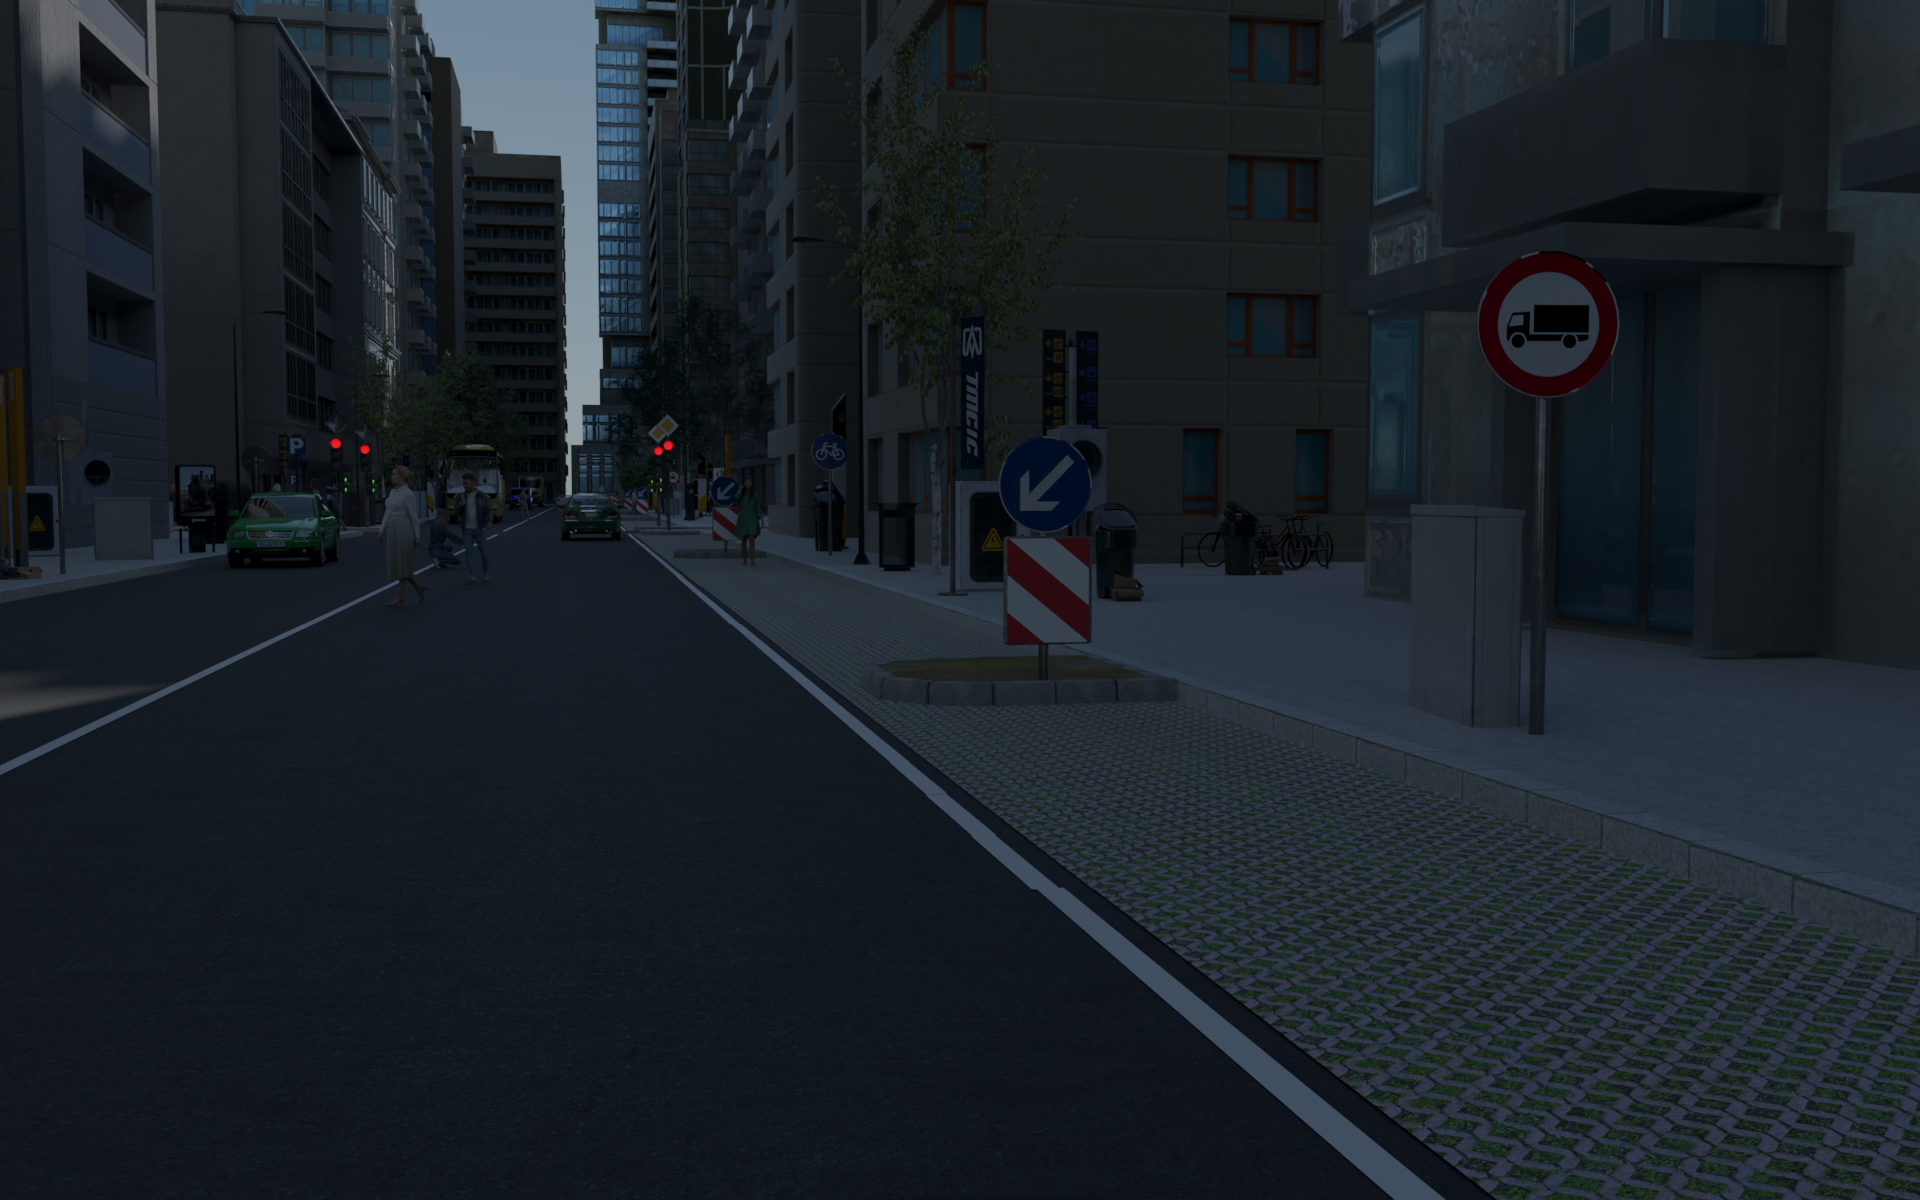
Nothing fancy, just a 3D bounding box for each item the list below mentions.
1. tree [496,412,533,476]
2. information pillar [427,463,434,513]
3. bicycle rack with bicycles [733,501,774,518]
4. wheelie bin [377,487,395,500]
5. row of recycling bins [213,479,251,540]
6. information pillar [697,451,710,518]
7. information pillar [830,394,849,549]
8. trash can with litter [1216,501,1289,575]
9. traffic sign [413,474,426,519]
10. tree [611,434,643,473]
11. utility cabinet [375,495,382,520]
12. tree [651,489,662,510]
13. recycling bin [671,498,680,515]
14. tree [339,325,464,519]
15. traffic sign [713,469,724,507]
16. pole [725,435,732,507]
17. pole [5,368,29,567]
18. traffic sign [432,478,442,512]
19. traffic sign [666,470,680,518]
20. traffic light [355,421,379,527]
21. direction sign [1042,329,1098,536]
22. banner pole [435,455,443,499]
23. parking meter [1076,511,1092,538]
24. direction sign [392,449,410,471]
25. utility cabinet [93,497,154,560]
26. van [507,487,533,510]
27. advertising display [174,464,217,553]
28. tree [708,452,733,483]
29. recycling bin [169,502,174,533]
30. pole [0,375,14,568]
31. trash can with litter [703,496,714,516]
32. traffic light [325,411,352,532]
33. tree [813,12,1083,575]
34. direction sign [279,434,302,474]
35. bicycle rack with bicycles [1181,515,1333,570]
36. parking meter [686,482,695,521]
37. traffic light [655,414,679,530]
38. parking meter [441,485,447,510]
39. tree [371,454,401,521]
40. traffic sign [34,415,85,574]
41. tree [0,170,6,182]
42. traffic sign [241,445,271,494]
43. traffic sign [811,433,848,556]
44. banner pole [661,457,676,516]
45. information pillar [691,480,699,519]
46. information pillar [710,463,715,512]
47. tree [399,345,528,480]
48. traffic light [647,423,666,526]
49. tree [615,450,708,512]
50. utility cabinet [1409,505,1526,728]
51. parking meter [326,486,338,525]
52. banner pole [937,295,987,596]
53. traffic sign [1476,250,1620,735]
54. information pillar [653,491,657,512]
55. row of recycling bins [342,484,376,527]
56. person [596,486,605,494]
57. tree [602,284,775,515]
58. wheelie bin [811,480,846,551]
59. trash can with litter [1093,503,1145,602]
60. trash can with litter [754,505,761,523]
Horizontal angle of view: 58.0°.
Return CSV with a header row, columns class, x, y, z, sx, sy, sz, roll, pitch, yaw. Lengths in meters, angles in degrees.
class,x,y,z,sx,sy,sz,roll,pitch,yaw
tree,-56.914,-17.712,215.353,9.928,11.665,9.643,0,3,0
information pillar,-36.437,-7.823,119.267,0.504,3.616,0.183,-2,4,-27
bicycle rack with bicycles,-10.865,-4.530,87.450,2.925,0.926,2.852,3,4,36
wheelie bin,-26.323,-4.395,79.765,0.980,1.594,0.693,-1,4,-14
row of recycling bins,-20.552,-2.533,48.522,1.069,1.692,3.534,-2,4,-29
information pillar,-13.977,-6.262,93.745,0.504,3.616,0.183,1,4,18
information pillar,-2.827,-2.997,40.348,0.183,3.616,0.504,3,4,36
trash can with litter,4.651,-0.986,27.515,1.055,1.170,0.624,-1,4,-12
traffic sign,-28.073,-5.374,89.996,0.606,2.300,0.079,-1,4,-12
tree,-40.081,-15.807,208.800,4.360,8.622,3.978,0,3,0
utility cabinet,-28.464,-4.557,85.675,1.020,1.237,0.306,-2,4,-34
tree,-24.108,-8.805,138.560,1.663,3.219,1.824,0,3,0
recycling bin,-17.900,-5.826,107.806,0.722,1.027,0.722,2,4,28
tree,-25.201,-7.690,76.095,4.737,8.622,4.395,0,3,0
traffic sign,-9.457,-4.061,68.527,0.606,2.300,0.079,0,4,-8
pole,-7.953,-4.013,59.462,0.158,3.312,0.155,0,3,0
pole,-15.324,-2.100,28.182,0.158,3.312,0.155,0,3,0
traffic sign,-32.456,-6.444,107.485,0.606,2.300,0.079,0,4,-4
traffic sign,-15.116,-5.581,91.359,0.768,2.556,0.104,0,4,-3
traffic light,-22.753,-4.741,66.432,0.839,4.253,0.868,-1,4,-12
direction sign,1.532,-1.960,24.045,0.876,3.537,0.379,-2,4,-27
banner pole,-33.166,-7.357,110.302,0.401,3.779,0.863,1,4,23
parking meter,2.110,-1.453,29.465,0.255,1.863,0.399,0,4,4
direction sign,-28.028,-5.801,86.851,0.876,3.537,0.379,0,4,1
utility cabinet,-16.345,-1.388,33.858,1.020,1.237,0.306,-1,4,-21
van,-39.771,-9.320,156.773,2.240,2.365,5.245,-1,4,-12
advertising display,-16.664,-1.993,37.793,0.123,1.923,0.974,2,4,27
tree,-18.455,-8.816,127.856,4.285,4.588,4.351,0,3,0
recycling bin,-26.320,-2.707,56.806,0.722,1.027,0.722,0,4,3
pole,-16.406,-2.189,29.632,0.158,3.312,0.155,0,3,0
trash can with litter,-14.358,-5.435,99.920,1.678,1.210,2.233,-2,4,-29
traffic light,-21.050,-4.264,58.630,0.839,4.253,0.868,-1,4,-12
tree,-0.320,-4.684,26.943,4.737,8.622,4.395,0,3,0
direction sign,-25.393,-4.511,65.757,0.876,3.537,0.379,0,4,3
bicycle rack with bicycles,5.296,-1.013,29.946,2.925,0.926,2.852,-2,4,-29
parking meter,-12.965,-4.743,83.264,0.399,1.863,0.255,-2,4,-23
traffic light,-10.294,-4.408,60.985,0.839,4.253,0.868,-1,4,-12
parking meter,-32.359,-6.294,108.621,0.255,1.863,0.399,1,4,14
tree,-27.287,-5.375,82.486,1.663,3.219,1.824,0,3,0
traffic sign,-14.420,-1.691,27.762,0.768,2.556,0.104,0,4,-8
tree,-13.153,-4.266,20.118,4.360,8.622,3.978,0,3,0
traffic sign,-18.410,-2.765,45.314,0.768,2.556,0.104,0,4,-4
traffic sign,-2.701,-2.197,36.029,0.768,2.556,0.104,0,4,-5
banner pole,-17.059,-6.828,101.658,0.863,3.779,0.401,0,4,7
information pillar,-13.400,-5.083,87.606,0.304,2.012,0.304,-2,4,-25
information pillar,-17.974,-8.191,125.274,0.504,3.616,0.183,-3,4,-36
tree,-38.273,-13.247,133.598,9.611,12.733,9.660,0,3,0
traffic light,-11.997,-4.885,68.787,0.839,4.253,0.868,-1,4,-12
tree,-20.266,-8.136,116.734,4.285,4.588,4.351,0,3,0
utility cabinet,2.913,0.072,9.992,0.306,1.237,1.020,0,4,-5
parking meter,-20.925,-3.016,57.717,0.372,1.533,0.369,0,3,0
banner pole,0.054,-1.936,21.667,0.401,3.779,0.863,-3,5,-39
traffic sign,3.080,-0.555,9.177,0.768,2.556,0.104,0,4,-4
information pillar,-21.355,-7.960,121.498,0.183,3.616,0.504,3,4,37
row of recycling bins,-24.006,-3.805,69.318,1.069,1.692,3.534,-1,4,-11
person,-15.659,-4.091,75.573,0.537,1.800,0.526,1,4,13
tree,-11.183,-8.761,77.649,7.601,10.594,8.767,0,4,1
wheelie bin,-2.962,-1.896,38.916,0.693,1.594,0.980,-1,4,-19
trash can with litter,2.003,-0.592,21.070,0.624,1.170,1.055,-1,4,-12
trash can with litter,-8.819,-3.735,72.460,1.055,1.170,0.624,3,5,39
